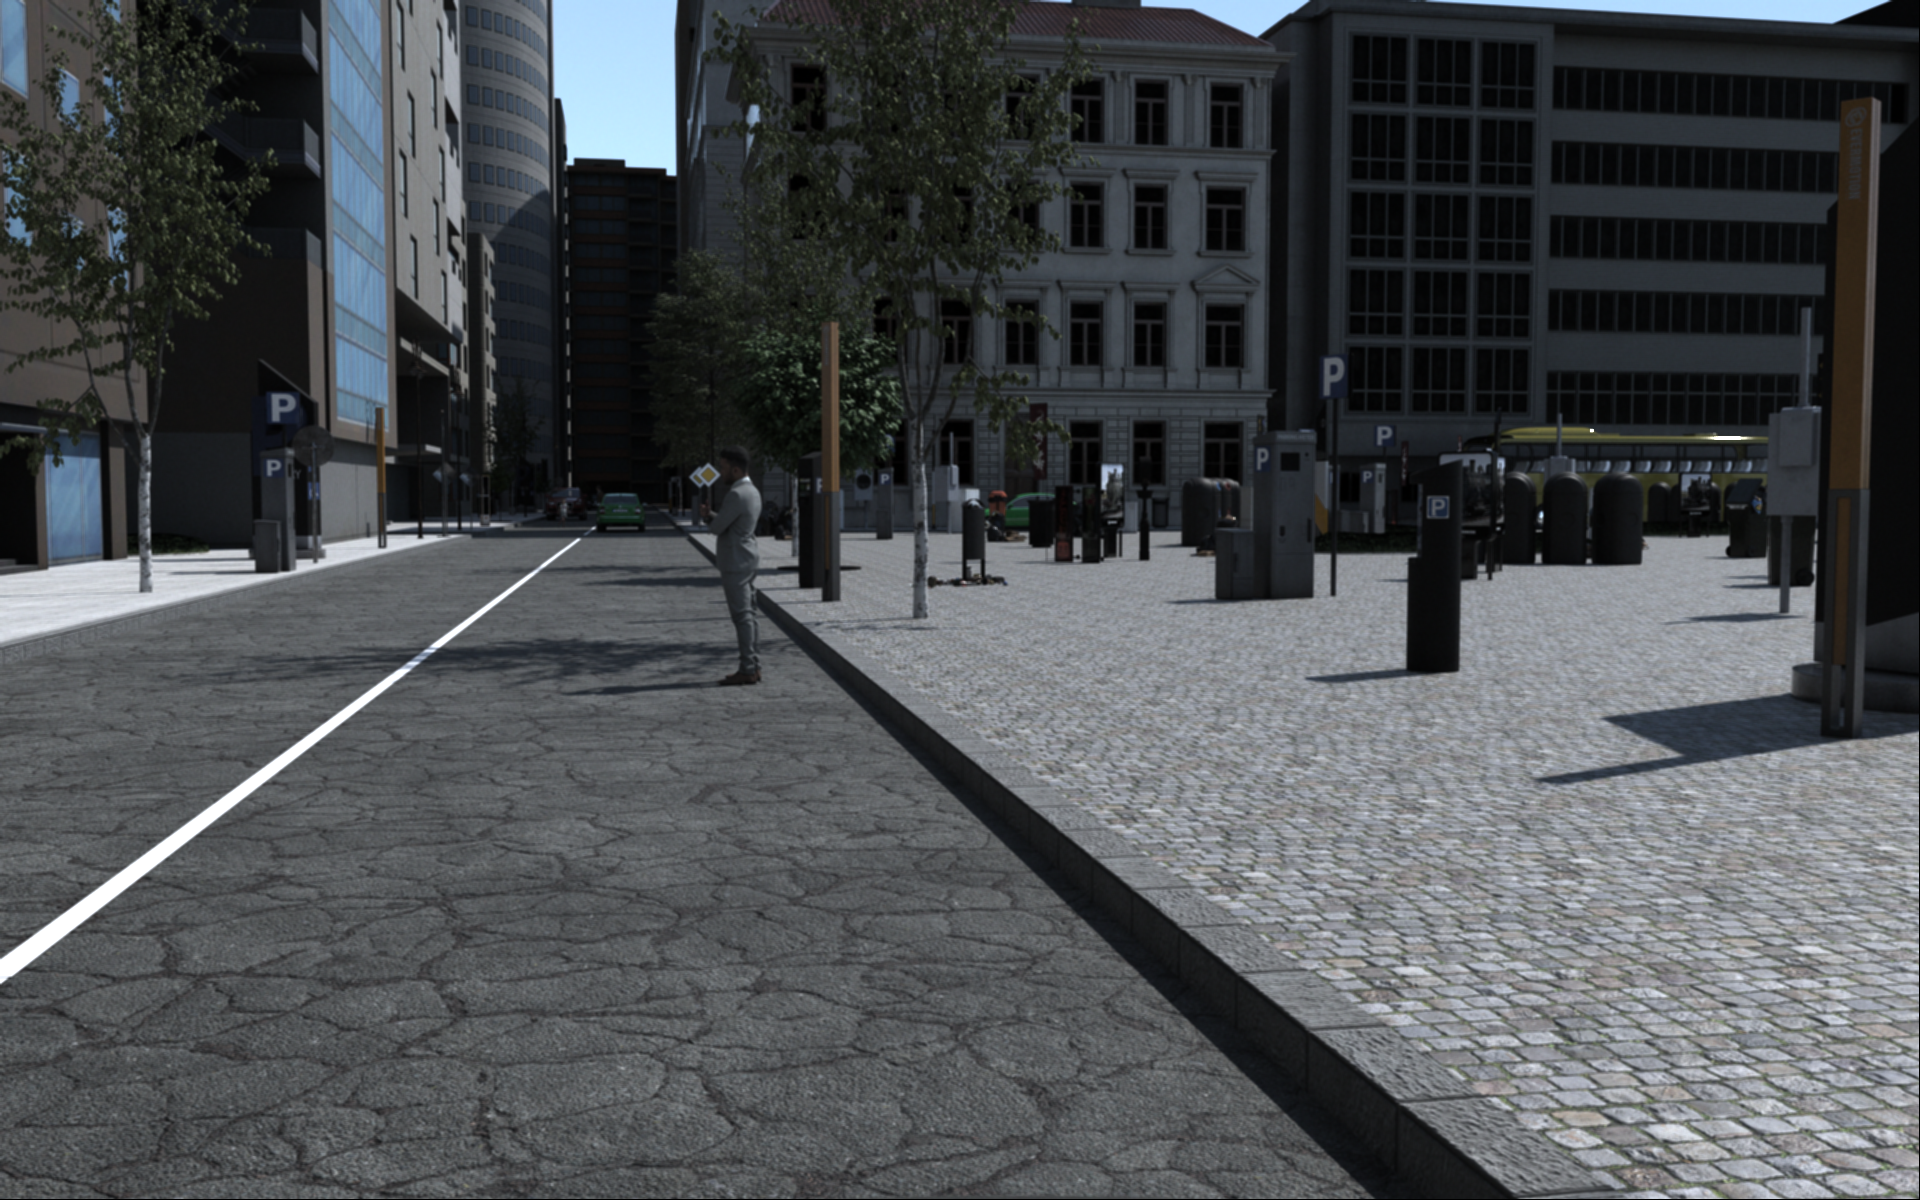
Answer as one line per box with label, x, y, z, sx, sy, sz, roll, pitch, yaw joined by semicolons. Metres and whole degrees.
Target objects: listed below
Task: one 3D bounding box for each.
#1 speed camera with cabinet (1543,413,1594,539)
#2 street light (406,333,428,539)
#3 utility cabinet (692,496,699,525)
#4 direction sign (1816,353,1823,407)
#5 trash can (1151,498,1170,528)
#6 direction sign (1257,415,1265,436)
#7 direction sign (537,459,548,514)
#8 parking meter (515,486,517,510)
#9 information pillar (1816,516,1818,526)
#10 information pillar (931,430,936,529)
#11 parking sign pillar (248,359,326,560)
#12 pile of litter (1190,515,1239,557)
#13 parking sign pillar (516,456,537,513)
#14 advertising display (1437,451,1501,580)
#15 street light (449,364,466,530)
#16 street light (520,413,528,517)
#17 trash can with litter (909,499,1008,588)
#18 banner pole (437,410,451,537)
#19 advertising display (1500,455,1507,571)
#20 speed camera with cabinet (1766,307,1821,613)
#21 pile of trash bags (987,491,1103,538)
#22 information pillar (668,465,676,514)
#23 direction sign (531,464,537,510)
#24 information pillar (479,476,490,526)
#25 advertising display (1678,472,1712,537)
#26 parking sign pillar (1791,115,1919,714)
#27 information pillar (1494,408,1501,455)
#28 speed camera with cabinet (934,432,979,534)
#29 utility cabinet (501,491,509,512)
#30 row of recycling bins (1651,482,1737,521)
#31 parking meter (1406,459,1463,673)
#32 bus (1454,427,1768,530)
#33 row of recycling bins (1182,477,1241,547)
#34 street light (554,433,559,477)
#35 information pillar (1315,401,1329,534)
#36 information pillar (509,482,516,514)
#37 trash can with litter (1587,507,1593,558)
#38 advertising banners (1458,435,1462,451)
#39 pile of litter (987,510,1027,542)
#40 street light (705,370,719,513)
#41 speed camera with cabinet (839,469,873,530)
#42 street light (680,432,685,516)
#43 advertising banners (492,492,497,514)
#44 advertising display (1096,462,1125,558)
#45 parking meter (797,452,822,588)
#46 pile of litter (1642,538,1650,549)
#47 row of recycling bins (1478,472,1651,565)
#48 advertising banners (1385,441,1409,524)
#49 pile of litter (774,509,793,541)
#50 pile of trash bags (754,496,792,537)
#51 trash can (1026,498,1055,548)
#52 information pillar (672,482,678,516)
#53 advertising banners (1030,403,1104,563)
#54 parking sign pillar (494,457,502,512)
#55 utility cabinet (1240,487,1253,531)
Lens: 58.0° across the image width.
speed camera with cabinet;15.409;-2.942;42.441;2.038;3.252;0.660;2;4;27
street light;-15.593;-4.715;49.879;0.468;5.910;1.993;-1;4;-10
utility cabinet;-10.975;-3.707;71.771;0.306;1.237;1.020;-1;4;-9
direction sign;14.056;-2.180;27.642;0.379;3.537;0.876;-2;4;-30
trash can;7.549;-3.282;65.315;0.748;1.137;0.748;0;3;0
direction sign;8.644;-3.536;49.809;0.379;3.537;0.876;1;4;22
direction sign;-26.634;-7.288;111.157;0.379;3.537;0.876;1;4;9
parking meter;-32.886;-7.460;127.677;0.255;1.863;0.399;0;4;6
information pillar;34.876;-4.044;70.618;0.304;2.012;0.304;1;4;12
information pillar;-0.963;-4.411;63.482;0.183;3.616;0.504;0;3;0
parking sign pillar;-13.406;-2.810;34.413;1.447;3.967;1.447;1;4;16
pile of litter;5.631;-1.339;35.854;1.719;0.858;1.176;0;4;8
parking sign pillar;-29.440;-7.877;117.264;1.447;3.967;1.447;2;4;34
advertising display;7.623;-1.277;26.090;0.123;1.923;0.974;-3;5;-41
street light;-17.823;-5.427;61.515;0.468;5.910;1.993;-1;4;-10
street light;-24.313;-7.581;96.742;0.468;5.910;1.993;-1;4;-10
trash can with litter;-0.101;-0.828;24.591;1.678;1.210;2.233;2;4;32
banner pole;-15.505;-3.789;51.972;0.401;3.779;0.863;-1;4;-12
advertising display;8.786;-1.421;28.442;0.123;1.923;0.974;2;4;30
speed camera with cabinet;9.527;-1.449;18.020;0.660;3.252;2.038;-3;4;-36
pile of trash bags;2.523;-2.552;51.476;3.447;1.369;1.912;0;3;0
information pillar;-18.877;-7.471;113.501;0.504;3.616;0.183;-1;4;-13
direction sign;-31.818;-8.435;129.909;0.876;3.537;0.379;-1;4;-22
information pillar;-18.977;-3.954;69.146;0.304;2.012;0.304;-3;4;-36
advertising display;21.826;-2.829;51.461;0.974;1.923;0.123;0;4;-5
parking sign pillar;5.946;-1.354;10.602;1.447;3.967;1.447;-1;4;-19
information pillar;14.565;-3.402;46.983;0.183;3.616;0.504;2;4;28
speed camera with cabinet;-0.102;-3.785;56.221;0.660;3.252;2.038;2;4;30
utility cabinet;-32.251;-7.034;123.685;0.318;1.500;1.173;1;4;21
row of recycling bins;24.972;-3.153;58.667;1.069;1.692;3.534;-3;5;-39
parking meter;3.443;-0.254;12.567;0.372;1.533;0.369;0;3;0
bus;24.416;-4.480;64.795;12.252;3.916;2.896;-1;4;-9
row of recycling bins;6.318;-2.237;43.693;1.069;1.692;3.534;1;4;22
street light;-30.722;-9.725;131.786;0.468;5.910;1.993;-1;4;-10
information pillar;9.151;-3.204;43.743;0.183;3.616;0.504;-1;4;-20
information pillar;-28.219;-6.400;109.138;0.304;2.012;0.304;1;4;16
trash can with litter;12.866;-1.432;34.808;1.055;1.170;0.624;-3;5;-40
advertising banners;15.269;-3.440;52.435;0.090;3.025;2.074;2;4;28
pile of litter;1.273;-2.015;46.912;1.176;0.858;1.719;2;4;24
street light;-9.196;-5.602;64.385;0.468;5.910;1.993;-1;4;-10
speed camera with cabinet;-4.212;-4.186;62.782;2.038;3.252;0.660;-1;4;-11
street light;-16.052;-7.805;100.404;0.468;5.910;1.993;-1;4;-10
advertising banners;-29.477;-6.941;109.674;0.090;3.025;2.074;-2;4;-25
advertising display;3.033;-1.820;34.971;0.123;1.923;0.974;2;4;35
parking meter;-2.010;-1.097;23.653;0.255;1.863;0.399;2;4;33
pile of litter;15.441;-1.604;40.190;1.719;0.858;1.176;-2;4;-29
row of recycling bins;10.740;-1.523;32.019;3.534;1.692;1.069;1;4;14
advertising banners;14.558;-3.783;58.040;0.090;3.025;2.074;-1;4;-10
pile of litter;-4.486;-2.112;48.497;1.719;0.858;1.176;-3;4;-37
pile of trash bags;-5.395;-2.658;53.211;3.447;1.369;1.912;-2;4;-31
trash can;1.963;-1.836;41.672;0.748;1.137;0.748;0;3;0
information pillar;-16.670;-5.916;101.226;0.304;2.012;0.304;0;4;3
advertising banners;1.989;-2.237;32.755;0.090;3.025;2.074;-3;4;-38
parking sign pillar;-34.070;-8.421;126.162;1.447;3.967;1.447;-3;5;-42
utility cabinet;8.880;-2.784;54.201;0.318;1.500;1.173;-2;4;-26
